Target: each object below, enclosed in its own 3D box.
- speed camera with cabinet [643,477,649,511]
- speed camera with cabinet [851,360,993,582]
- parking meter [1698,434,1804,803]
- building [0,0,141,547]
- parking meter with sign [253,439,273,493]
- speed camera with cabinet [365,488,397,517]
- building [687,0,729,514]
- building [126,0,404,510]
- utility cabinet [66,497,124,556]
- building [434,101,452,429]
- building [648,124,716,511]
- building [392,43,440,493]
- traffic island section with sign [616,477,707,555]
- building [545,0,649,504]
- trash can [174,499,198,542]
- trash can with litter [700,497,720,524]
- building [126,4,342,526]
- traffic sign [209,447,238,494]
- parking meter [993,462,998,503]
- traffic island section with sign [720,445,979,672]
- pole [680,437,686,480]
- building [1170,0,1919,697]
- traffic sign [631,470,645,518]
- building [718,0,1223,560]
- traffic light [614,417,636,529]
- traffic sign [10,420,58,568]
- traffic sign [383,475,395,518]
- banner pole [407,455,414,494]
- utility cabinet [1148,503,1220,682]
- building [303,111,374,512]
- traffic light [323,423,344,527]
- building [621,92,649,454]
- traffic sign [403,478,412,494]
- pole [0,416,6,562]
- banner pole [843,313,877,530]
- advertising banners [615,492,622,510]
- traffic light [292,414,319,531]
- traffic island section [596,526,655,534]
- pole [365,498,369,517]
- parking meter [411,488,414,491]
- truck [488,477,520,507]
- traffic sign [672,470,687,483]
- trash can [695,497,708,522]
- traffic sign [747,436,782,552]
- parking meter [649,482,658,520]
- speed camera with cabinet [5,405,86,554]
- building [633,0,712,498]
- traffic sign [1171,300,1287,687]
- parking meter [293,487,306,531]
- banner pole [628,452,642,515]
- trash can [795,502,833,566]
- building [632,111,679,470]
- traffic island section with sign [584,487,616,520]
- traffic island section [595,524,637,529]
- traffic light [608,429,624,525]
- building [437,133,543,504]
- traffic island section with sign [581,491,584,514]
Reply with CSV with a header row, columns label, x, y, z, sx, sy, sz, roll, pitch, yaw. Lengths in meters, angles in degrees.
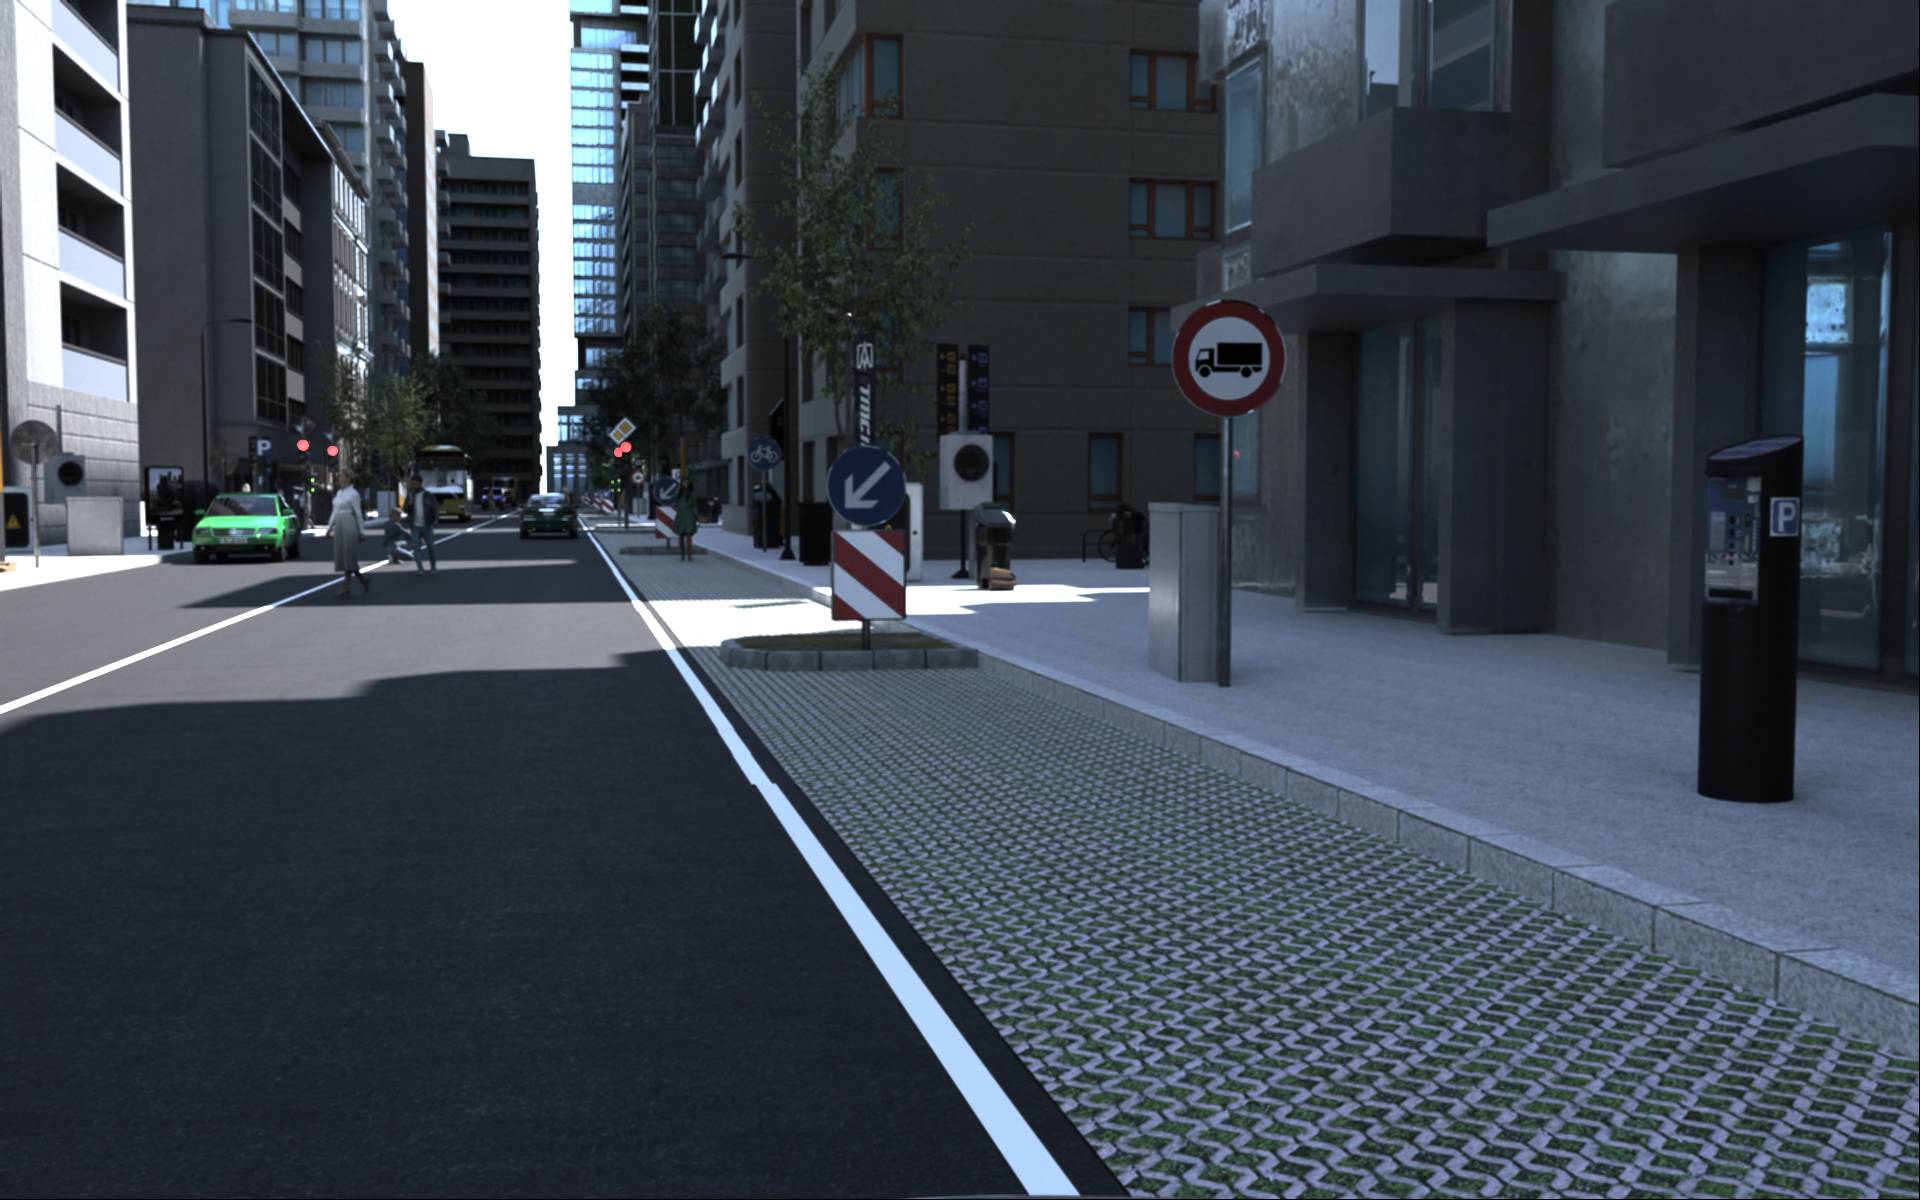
label,x,y,z,sx,sy,sz,roll,pitch,yaw
speed camera with cabinet,-24.073,-8.504,133.373,0.660,3.252,2.038,-1,4,-8
speed camera with cabinet,-0.569,-1.897,25.350,2.038,3.252,0.660,-1,4,-16
parking meter,3.339,0.067,7.321,0.372,1.533,0.369,0,3,0
building,-37.499,-30.661,43.299,28.212,58.520,21.231,-1,4,-13
parking meter with sign,-22.452,-3.637,55.721,0.543,3.016,1.738,-2,4,-27
speed camera with cabinet,-32.543,-6.257,96.635,2.038,3.252,0.660,-1,4,-10
building,-5.145,-30.063,111.143,23.786,49.044,30.456,-1,4,-13
building,-60.788,-32.576,152.221,23.786,49.044,30.456,-1,4,-13
utility cabinet,-17.938,-1.515,35.930,1.020,1.237,0.306,-1,4,-22
building,-73.750,-35.264,196.168,30.456,49.044,23.786,-1,4,-13
building,-17.689,-22.517,139.847,14.160,30.474,14.107,-1,4,-13
building,-60.525,-32.119,175.261,14.600,45.320,14.200,-1,4,-13
traffic island section with sign,-7.106,-1.998,41.292,1.989,1.847,2.006,-1,4,-13
building,-41.841,-56.690,239.547,31.000,86.520,22.319,-1,4,-13
trash can,-20.924,-2.143,46.684,0.748,1.137,0.748,0,3,0
trash can with litter,-10.844,-3.867,74.614,1.055,1.170,0.624,3,4,38
building,-39.120,-16.145,83.042,14.314,24.678,30.058,-1,4,-13
traffic sign,-20.131,-2.890,47.362,0.768,2.556,0.104,0,4,-4
parking meter,0.565,-1.592,31.743,0.255,1.863,0.399,0,4,3
traffic island section with sign,-1.032,-0.382,14.876,1.989,1.847,2.006,-1,4,-13
pole,-9.833,-4.146,61.626,0.158,3.312,0.155,0,3,0
building,15.698,-23.998,11.982,23.786,49.044,30.456,-1,4,-13
traffic sign,-17.353,-5.709,93.440,0.768,2.556,0.104,0,4,-4
building,8.288,-12.518,49.709,27.650,21.520,28.899,-1,4,-13
traffic light,-12.192,-4.538,63.123,0.839,4.253,0.868,-1,4,-13
traffic sign,-15.945,-1.820,29.855,0.768,2.556,0.104,-1,4,-9
traffic sign,-30.293,-5.493,91.934,0.606,2.300,0.079,-1,4,-12
banner pole,-35.614,-7.472,112.181,0.401,3.779,0.863,1,4,22
utility cabinet,1.586,-0.068,12.281,0.306,1.237,1.020,0,4,-6
building,-44.882,-19.121,109.886,12.463,27.353,25.104,-1,4,-13
traffic light,-24.710,-4.863,68.430,0.839,4.253,0.868,-1,4,-13
building,-29.162,-35.715,207.638,21.300,48.544,21.600,-1,4,-13
traffic sign,-34.872,-6.559,109.373,0.606,2.300,0.079,0,4,-5
pole,-16.854,-2.228,30.265,0.158,3.312,0.155,0,3,0
banner pole,-1.404,-2.074,23.923,0.401,3.779,0.863,-3,5,-40
advertising banners,-26.836,-8.602,136.828,0.090,3.025,2.074,-2,4,-35
traffic light,-22.920,-4.387,60.648,0.839,4.253,0.868,-1,4,-13
traffic island section,-12.150,-2.506,63.246,2.009,0.180,2.903,-1,4,-13
pole,-33.749,-6.400,98.490,0.158,3.312,0.155,0,3,0
parking meter,-34.787,-6.410,110.509,0.255,1.863,0.399,1,4,13
truck,-51.433,-12.229,195.869,3.469,3.379,9.791,-1,4,-13
traffic sign,-11.438,-4.192,70.674,0.606,2.300,0.079,-1,4,-8
trash can,-12.160,-4.237,80.936,0.748,1.137,0.748,0,3,0
traffic sign,-4.319,-2.333,38.253,0.768,2.556,0.104,0,4,-5
parking meter,-15.111,-4.872,85.370,0.399,1.863,0.255,-2,4,-24
speed camera with cabinet,-20.303,-2.666,37.919,0.660,3.252,2.038,3,4,37
building,-22.118,-44.855,171.636,20.563,71.187,20.611,-1,4,-13
traffic sign,1.763,-0.695,11.467,0.768,2.556,0.104,0,4,-4
parking meter,-22.784,-3.139,59.736,0.372,1.533,0.369,0,3,0
banner pole,-19.412,-6.954,103.718,0.863,3.779,0.401,0,4,6
trash can,-2.590,-1.192,31.149,0.748,1.137,0.748,0,3,0
building,-28.661,-30.955,189.703,14.154,41.232,14.086,-1,4,-13
traffic island section with sign,-19.455,-5.283,95.005,1.989,1.847,2.006,-1,4,-13
traffic island section,-13.940,-2.982,71.029,2.009,0.180,2.903,-1,4,-13
traffic light,-13.982,-5.014,70.906,0.839,4.253,0.868,-1,4,-13
building,-68.042,-37.397,235.144,21.600,48.544,21.300,-1,4,-13
traffic island section with sign,-25.588,-6.913,121.649,1.989,1.847,2.006,-1,4,-13
